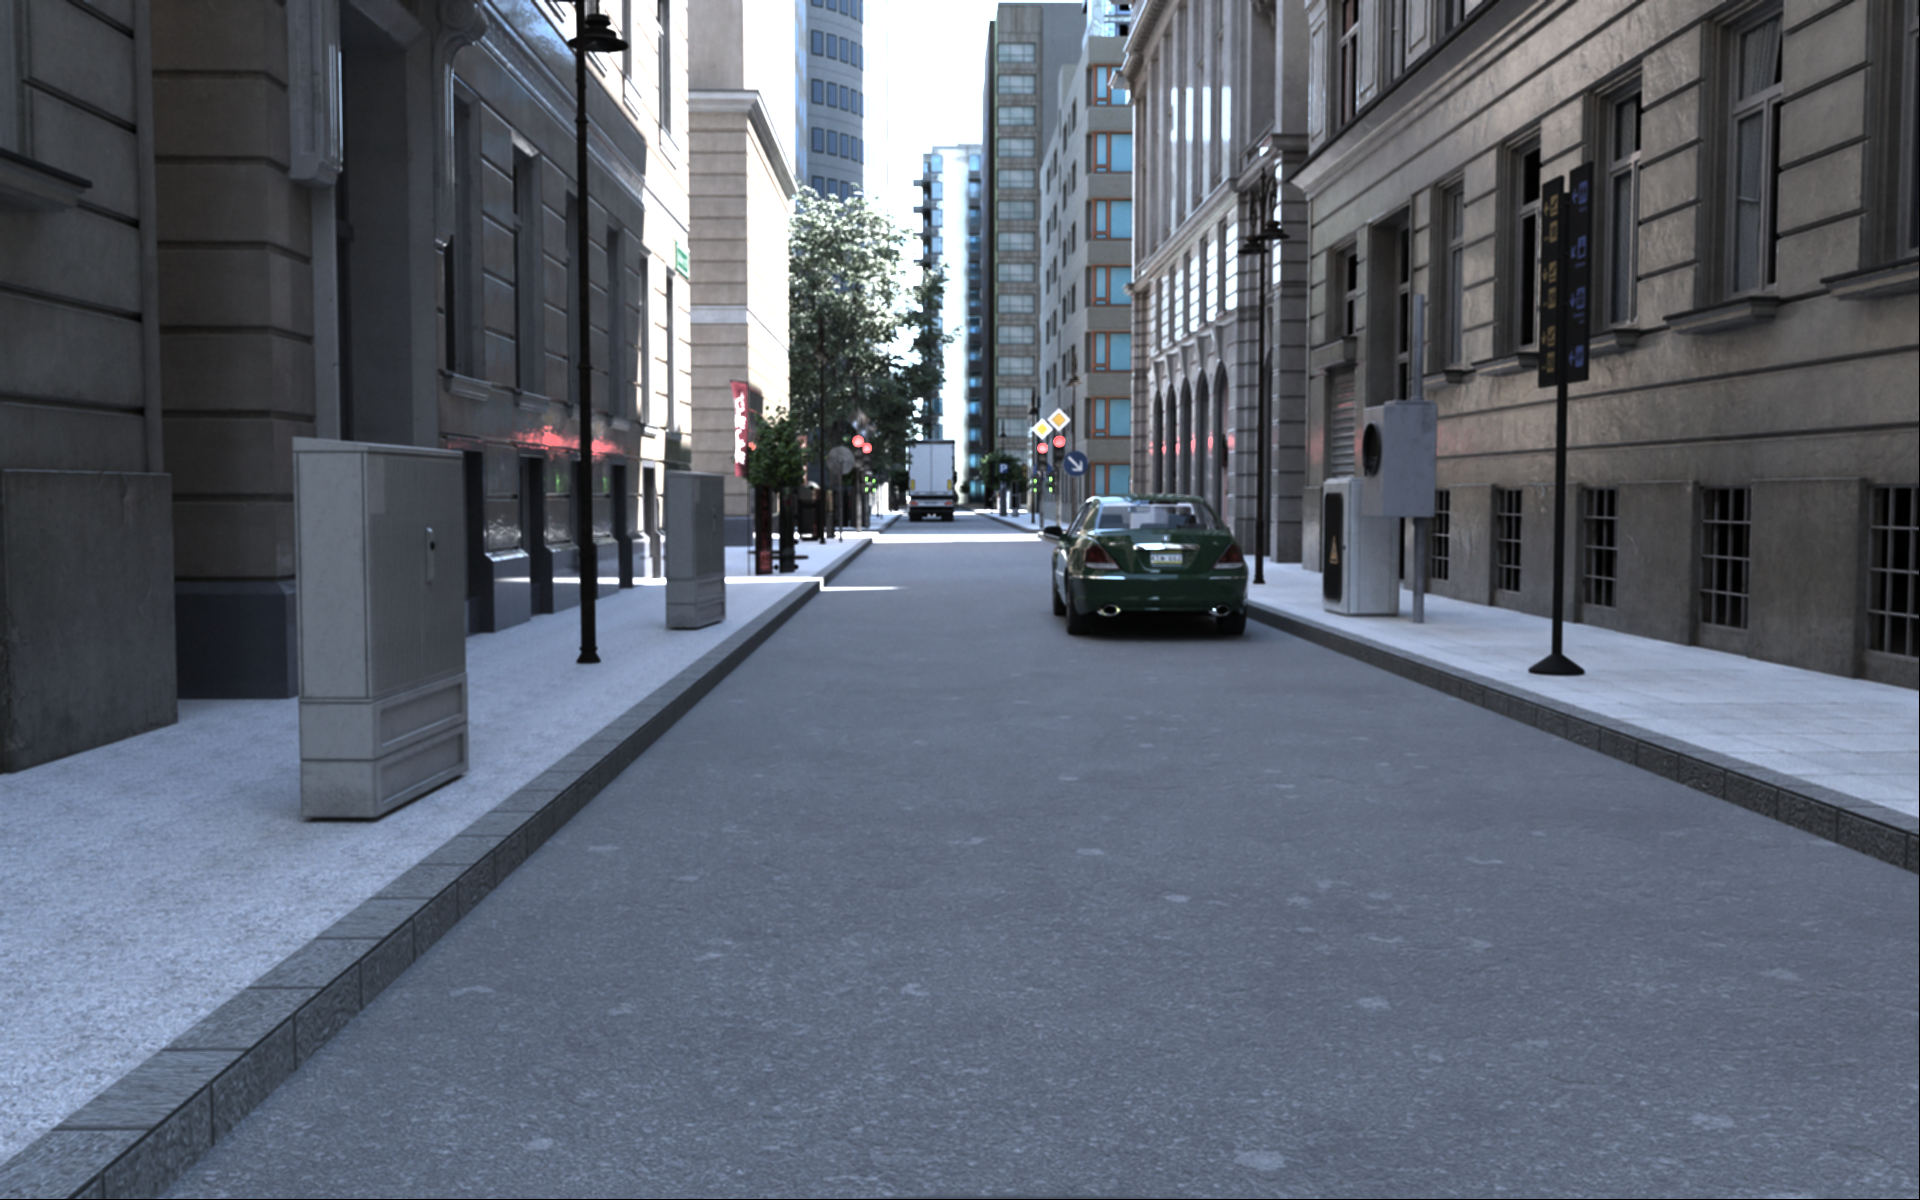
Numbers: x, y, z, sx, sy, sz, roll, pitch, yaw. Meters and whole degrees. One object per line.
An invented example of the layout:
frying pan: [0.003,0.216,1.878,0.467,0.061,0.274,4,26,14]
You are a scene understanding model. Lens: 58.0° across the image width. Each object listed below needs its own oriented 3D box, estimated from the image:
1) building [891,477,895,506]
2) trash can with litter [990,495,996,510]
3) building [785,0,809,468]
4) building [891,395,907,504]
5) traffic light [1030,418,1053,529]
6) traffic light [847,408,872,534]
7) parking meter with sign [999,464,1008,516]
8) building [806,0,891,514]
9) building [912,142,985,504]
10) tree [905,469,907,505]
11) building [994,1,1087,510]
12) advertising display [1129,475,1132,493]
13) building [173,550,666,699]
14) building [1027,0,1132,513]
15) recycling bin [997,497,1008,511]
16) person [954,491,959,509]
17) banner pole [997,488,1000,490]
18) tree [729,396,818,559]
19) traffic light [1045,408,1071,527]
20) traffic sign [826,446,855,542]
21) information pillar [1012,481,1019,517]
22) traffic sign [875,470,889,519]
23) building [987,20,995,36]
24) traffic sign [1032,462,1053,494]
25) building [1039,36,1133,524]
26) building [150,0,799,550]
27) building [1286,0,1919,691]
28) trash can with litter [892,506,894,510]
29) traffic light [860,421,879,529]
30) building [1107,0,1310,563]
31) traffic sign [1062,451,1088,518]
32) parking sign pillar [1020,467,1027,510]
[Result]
building: [-22.955,-29.830,179.605,32.217,40.220,23.993,0,4,-1]
trash can with litter: [2.878,-7.734,137.844,0.624,1.170,1.055,3,5,39]
building: [-14.859,-26.559,84.348,14.600,45.320,14.200,0,4,-1]
building: [-22.734,-56.257,232.481,31.000,86.520,22.319,0,4,-1]
traffic light: [3.031,-4.615,64.380,0.839,4.253,0.868,0,4,-1]
traffic light: [-3.270,-4.118,56.252,0.839,4.253,0.868,0,4,-1]
parking meter with sign: [2.513,-6.332,99.787,0.543,3.016,1.738,0,4,2]
building: [-15.601,-35.296,119.090,21.231,58.520,28.212,0,4,-1]
building: [8.783,-37.661,235.370,30.456,49.044,23.786,0,4,-1]
tree: [-5.524,-7.252,102.282,4.285,4.588,4.351,0,3,0]
building: [9.901,-28.419,148.237,14.154,41.232,14.086,0,4,-1]
advertising display: [6.074,-3.182,57.236,0.974,1.923,0.123,1,4,14]
building: [-10.612,-14.289,19.535,13.634,28.700,20.117,0,4,-1]
building: [16.357,-48.647,108.054,22.319,86.520,31.000,0,4,-1]
recycling bin: [3.154,-7.108,128.767,0.722,1.027,0.722,0,4,-6]
person: [-0.347,-9.512,164.547,0.617,1.759,0.750,-1,4,-16]
banner pole: [3.204,-8.859,134.865,0.863,3.779,0.401,2,4,30]
tree: [-3.518,-2.440,34.499,1.663,3.219,1.824,0,3,0]
traffic light: [3.190,-4.127,56.397,0.839,4.253,0.868,0,4,-1]
traffic sign: [-3.174,-2.809,46.038,0.768,2.556,0.104,0,3,0]
information pillar: [3.123,-5.706,97.777,0.304,2.012,0.304,2,4,28]
traffic sign: [-4.067,-5.478,89.678,0.768,2.556,0.104,0,4,7]
building: [9.331,-31.322,162.220,14.600,45.320,14.200,0,4,-1]
traffic sign: [3.135,-4.014,65.727,0.768,2.556,0.104,0,4,7]
building: [19.012,-14.355,79.743,28.899,21.520,27.650,0,4,-1]
building: [-14.908,-16.015,47.745,20.117,28.700,13.634,0,4,-1]
building: [13.386,-11.103,14.820,16.112,22.955,30.059,0,4,-1]
trash can with litter: [-5.671,-7.806,139.008,1.055,1.170,0.624,-1,4,-13]
traffic light: [-3.429,-4.606,64.236,0.839,4.253,0.868,0,4,-1]
building: [11.527,-12.316,43.173,13.314,21.916,24.055,0,4,-1]
traffic sign: [3.411,-3.127,51.236,0.768,2.556,0.104,0,4,5]
parking sign pillar: [5.453,-9.081,136.945,1.447,3.967,1.447,2,4,29]
